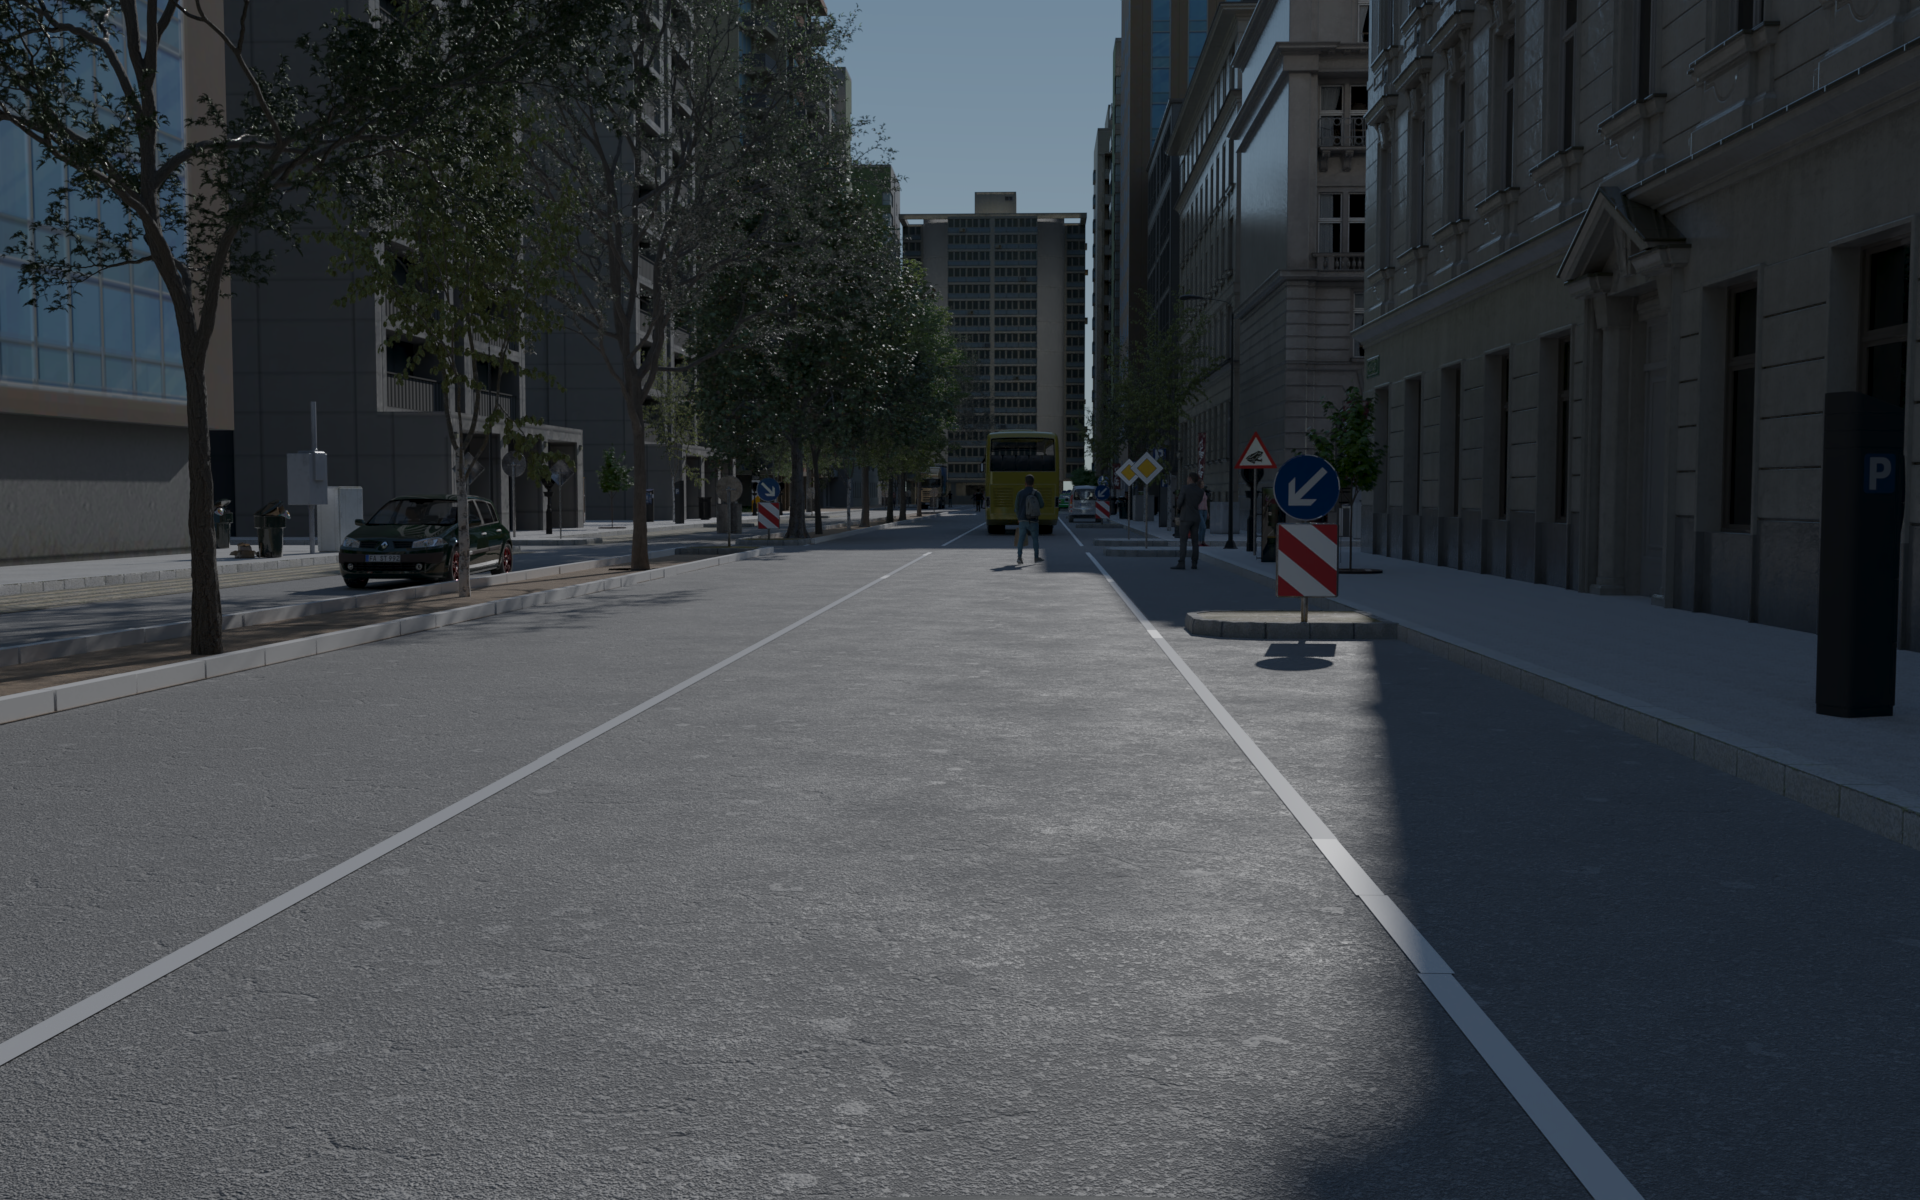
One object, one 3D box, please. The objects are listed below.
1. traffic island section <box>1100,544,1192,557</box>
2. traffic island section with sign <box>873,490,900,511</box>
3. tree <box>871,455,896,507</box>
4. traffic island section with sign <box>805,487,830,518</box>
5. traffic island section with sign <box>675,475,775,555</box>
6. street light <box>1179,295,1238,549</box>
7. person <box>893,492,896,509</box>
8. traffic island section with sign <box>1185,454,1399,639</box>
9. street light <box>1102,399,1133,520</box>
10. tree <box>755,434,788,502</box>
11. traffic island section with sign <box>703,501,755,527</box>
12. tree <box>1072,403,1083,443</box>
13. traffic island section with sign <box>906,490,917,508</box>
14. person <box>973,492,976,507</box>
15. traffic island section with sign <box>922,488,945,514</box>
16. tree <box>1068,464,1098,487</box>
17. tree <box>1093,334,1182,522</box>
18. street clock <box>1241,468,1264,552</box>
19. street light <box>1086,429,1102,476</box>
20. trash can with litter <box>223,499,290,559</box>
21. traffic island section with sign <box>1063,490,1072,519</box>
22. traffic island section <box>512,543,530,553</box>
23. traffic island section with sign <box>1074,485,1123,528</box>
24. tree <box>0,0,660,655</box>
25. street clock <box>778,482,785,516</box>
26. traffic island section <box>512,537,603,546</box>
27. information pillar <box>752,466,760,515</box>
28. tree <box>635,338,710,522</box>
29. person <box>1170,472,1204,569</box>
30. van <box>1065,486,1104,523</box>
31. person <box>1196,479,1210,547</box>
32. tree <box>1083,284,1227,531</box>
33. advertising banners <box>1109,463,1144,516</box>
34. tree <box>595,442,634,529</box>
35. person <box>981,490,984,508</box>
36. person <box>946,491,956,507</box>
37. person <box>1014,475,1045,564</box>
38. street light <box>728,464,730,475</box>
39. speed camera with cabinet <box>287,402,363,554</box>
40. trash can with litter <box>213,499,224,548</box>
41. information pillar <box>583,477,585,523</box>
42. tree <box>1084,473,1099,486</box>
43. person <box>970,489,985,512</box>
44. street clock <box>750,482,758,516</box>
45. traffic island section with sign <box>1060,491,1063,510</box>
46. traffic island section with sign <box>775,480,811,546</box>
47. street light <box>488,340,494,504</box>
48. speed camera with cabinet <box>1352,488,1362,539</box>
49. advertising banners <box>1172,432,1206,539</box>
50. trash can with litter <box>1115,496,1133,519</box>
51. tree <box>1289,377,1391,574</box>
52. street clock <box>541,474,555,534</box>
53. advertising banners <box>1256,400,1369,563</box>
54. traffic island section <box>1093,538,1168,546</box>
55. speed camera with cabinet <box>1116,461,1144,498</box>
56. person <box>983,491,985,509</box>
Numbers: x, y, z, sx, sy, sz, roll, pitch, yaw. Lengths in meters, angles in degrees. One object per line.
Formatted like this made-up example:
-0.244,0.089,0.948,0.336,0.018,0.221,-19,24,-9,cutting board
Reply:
4.416,-1.136,40.852,2.009,0.180,2.903,0,4,3,traffic island section
-6.487,-8.721,151.209,1.989,1.847,2.006,0,4,3,traffic island section with sign
-7.567,-13.646,173.472,4.737,8.622,4.395,0,3,0,tree
-8.719,-5.719,102.131,1.989,1.847,2.006,0,4,3,traffic island section with sign
-5.653,-2.043,41.548,2.006,1.907,1.989,0,4,3,traffic island section with sign
5.806,-4.155,40.483,1.470,5.913,1.316,0,4,3,street light
-5.881,-8.898,155.456,0.593,1.643,0.415,3,4,36,person
3.388,-0.577,18.066,1.989,1.847,2.006,0,4,3,traffic island section with sign
7.860,-6.875,84.947,1.470,5.913,1.316,0,4,3,street light
-11.805,-9.797,110.541,4.360,8.622,3.978,0,3,0,tree
-9.968,-4.063,75.062,1.989,1.847,2.006,0,4,3,traffic island section with sign
9.343,-9.678,108.598,4.737,8.622,4.395,0,3,0,tree
-5.272,-10.368,178.137,1.989,1.847,2.006,0,4,3,traffic island section with sign
1.726,-11.191,192.938,0.593,1.643,0.415,-1,4,-9,person
-1.901,-7.087,124.008,2.006,1.907,1.989,0,4,3,traffic island section with sign
14.270,-13.270,200.683,4.285,4.588,4.351,0,3,0,tree
8.193,-7.844,78.610,4.360,8.622,3.978,0,3,0,tree
6.509,-2.082,38.609,0.471,2.002,0.358,-1,4,-8,street clock
9.578,-9.227,123.403,1.470,5.913,1.316,0,4,3,street light
-14.006,-1.422,34.643,0.624,1.170,1.055,3,5,42,trash can with litter
7.165,-5.654,101.067,1.989,1.847,2.006,0,4,3,traffic island section with sign
-11.809,-1.181,41.592,2.009,0.180,2.903,0,4,3,traffic island section
5.898,-3.962,73.402,1.989,1.847,2.006,0,4,3,traffic island section with sign
-6.674,-4.807,15.470,8.767,10.594,7.601,0,4,3,tree
-10.695,-6.038,103.287,0.471,2.002,0.358,-3,4,-38,street clock
-11.446,-1.669,49.569,2.009,0.180,2.903,0,4,3,traffic island section
-12.253,-6.878,103.806,0.504,3.616,0.183,-1,4,-14,information pillar
-13.072,-7.875,79.117,4.360,8.622,3.978,0,3,0,tree
4.326,-1.515,33.077,0.655,1.846,0.447,-2,4,-28,person
6.369,-4.981,88.451,2.013,2.044,4.112,0,4,3,van
6.331,-2.261,45.469,0.388,1.821,0.555,2,4,33,person
7.067,-6.721,60.249,4.737,8.622,4.395,0,3,0,tree
9.585,-6.224,97.947,2.074,3.025,0.090,1,4,18,advertising banners
-12.949,-4.262,64.279,1.663,3.219,1.824,0,3,0,tree
2.234,-10.060,172.995,0.705,1.821,1.348,0,4,6,person
-1.036,-10.890,186.557,1.348,1.822,0.705,2,4,25,person
1.364,-1.639,35.291,0.794,1.824,0.713,3,4,36,person
-11.117,-7.022,87.354,1.470,5.913,1.316,0,4,3,street light
-13.862,-2.661,37.837,0.660,3.252,2.038,1,4,12,speed camera with cabinet
-17.661,-1.794,40.726,1.055,1.170,0.624,1,4,12,trash can with litter
-16.748,-4.407,76.551,0.304,2.012,0.304,0,4,-2,information pillar
11.561,-9.387,148.079,1.663,3.219,1.824,0,3,0,tree
1.434,-7.972,138.476,1.348,1.869,0.705,-2,4,-27,person
-12.082,-5.952,101.891,0.358,2.002,0.471,3,5,41,street clock
10.671,-10.377,178.289,1.989,1.847,2.006,0,4,3,traffic island section with sign
-5.307,-2.496,48.947,2.006,1.907,1.989,0,4,3,traffic island section with sign
-12.855,-4.700,49.389,1.470,5.913,1.316,0,4,3,street light
11.350,-3.331,48.792,0.660,3.252,2.038,1,4,17,speed camera with cabinet
6.586,-3.274,49.711,0.090,3.025,2.074,-1,4,-18,advertising banners
8.508,-4.736,88.826,1.055,1.170,0.624,-3,5,-44,trash can with litter
6.468,-2.058,28.250,1.663,3.219,1.824,0,3,0,tree
-13.128,-3.102,55.284,0.471,2.002,0.358,-1,4,-19,street clock
6.600,-2.211,32.341,2.074,3.025,0.090,1,4,10,advertising banners
4.779,-1.624,48.829,2.009,0.180,2.903,0,4,3,traffic island section
10.214,-6.619,102.558,0.660,3.252,2.038,-3,5,-44,speed camera with cabinet
2.402,-9.632,166.653,0.621,1.740,0.551,-2,4,-25,person
